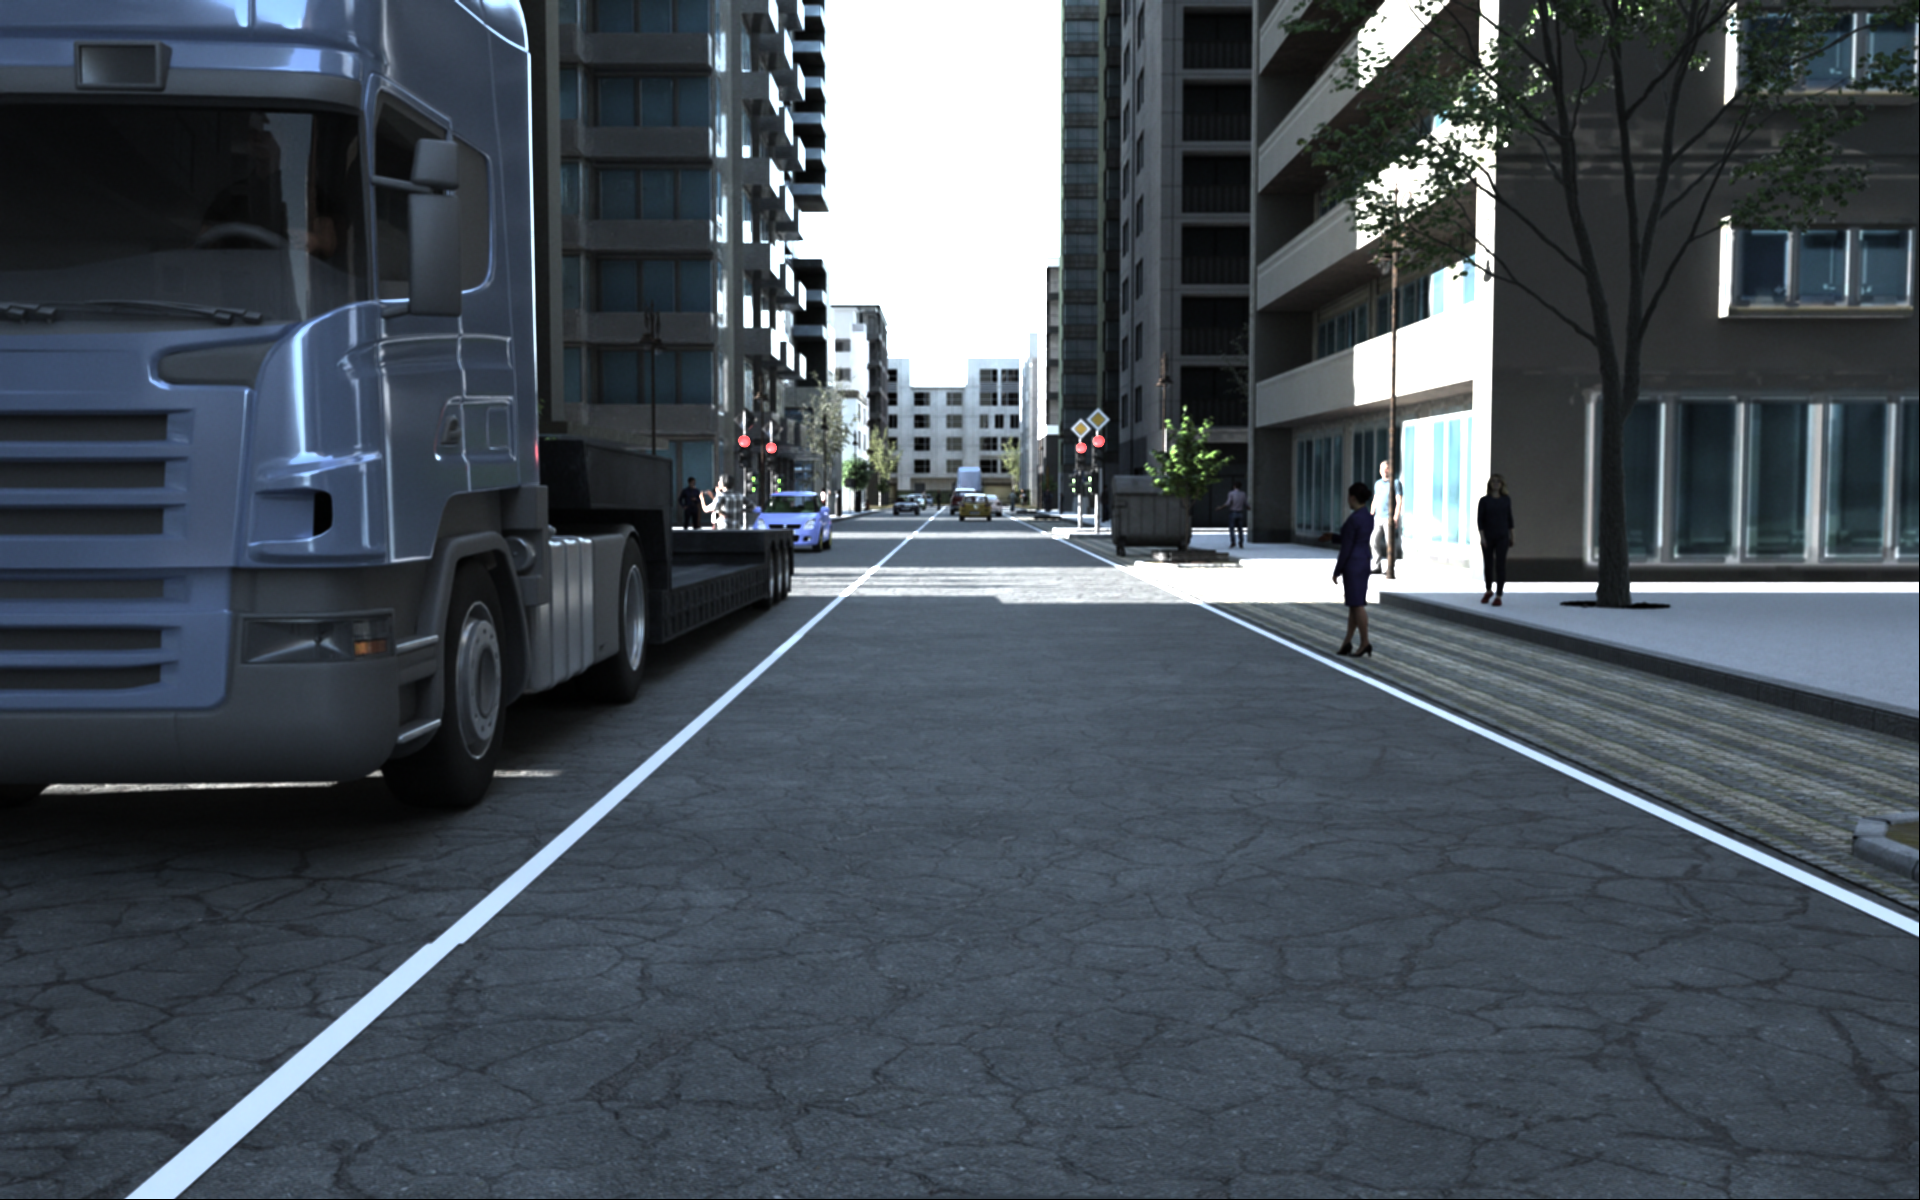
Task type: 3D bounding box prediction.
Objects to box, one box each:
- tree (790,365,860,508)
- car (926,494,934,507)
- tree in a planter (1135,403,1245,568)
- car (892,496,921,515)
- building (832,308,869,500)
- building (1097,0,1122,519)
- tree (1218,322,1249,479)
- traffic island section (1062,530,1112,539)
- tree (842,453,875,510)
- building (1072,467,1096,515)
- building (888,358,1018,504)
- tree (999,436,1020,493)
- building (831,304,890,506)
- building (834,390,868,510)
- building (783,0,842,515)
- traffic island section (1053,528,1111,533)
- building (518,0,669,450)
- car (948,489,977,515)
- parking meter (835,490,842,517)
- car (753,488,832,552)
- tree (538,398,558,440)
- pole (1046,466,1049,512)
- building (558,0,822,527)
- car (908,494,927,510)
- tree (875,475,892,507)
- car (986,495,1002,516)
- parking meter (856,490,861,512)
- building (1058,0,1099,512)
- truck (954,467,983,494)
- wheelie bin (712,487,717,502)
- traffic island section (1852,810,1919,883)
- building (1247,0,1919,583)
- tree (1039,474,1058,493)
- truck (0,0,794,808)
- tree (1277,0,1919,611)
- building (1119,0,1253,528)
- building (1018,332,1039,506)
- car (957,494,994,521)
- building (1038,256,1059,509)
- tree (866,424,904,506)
[{"bbox_3d":[-7.636,-9.101,99.169,4.360,8.622,3.978,0,3,0],"label":"tree"},{"bbox_3d":[-3.980,-11.529,200.501,2.014,1.417,4.499,0,4,0],"label":"car"},{"bbox_3d":[4.495,-2.261,34.192,1.991,3.239,1.994,0,3,0],"label":"tree in a planter"},{"bbox_3d":[-3.659,-6.498,118.828,1.945,1.354,3.894,0,4,1],"label":"car"},{"bbox_3d":[-17.077,-19.399,173.585,16.016,20.091,11.380,0,3,0],"label":"building"},{"bbox_3d":[14.321,-19.702,93.833,14.160,30.474,14.107,0,3,0],"label":"building"},{"bbox_3d":[10.152,-6.234,52.283,4.360,8.622,3.978,0,3,0],"label":"tree"},{"bbox_3d":[4.492,-2.081,56.304,2.009,0.180,2.903,0,3,0],"label":"traffic island section"},{"bbox_3d":[-8.364,-9.403,137.450,4.285,4.588,4.351,0,3,0],"label":"tree"},{"bbox_3d":[23.962,-25.750,112.889,32.217,40.220,23.993,0,3,0],"label":"building"},{"bbox_3d":[0.871,-22.395,232.608,31.486,18.905,16.747,0,3,0],"label":"building"},{"bbox_3d":[6.946,-16.251,216.065,4.737,8.622,4.395,0,3,0],"label":"tree"},{"bbox_3d":[-24.901,-21.804,200.475,32.646,21.610,27.936,0,3,0],"label":"building"},{"bbox_3d":[-12.755,-12.960,154.048,9.099,9.664,28.070,0,3,0],"label":"building"},{"bbox_3d":[-18.979,-49.208,117.216,22.319,86.520,31.000,0,3,0],"label":"building"},{"bbox_3d":[4.490,-2.569,64.289,2.009,0.180,2.903,0,3,0],"label":"traffic island section"},{"bbox_3d":[-23.733,-23.779,43.412,28.867,44.769,22.147,0,3,0],"label":"building"},{"bbox_3d":[0.335,-6.807,119.960,2.281,1.827,5.304,0,3,0],"label":"car"},{"bbox_3d":[-6.878,-5.470,97.843,0.372,1.533,0.369,0,3,0],"label":"parking meter"},{"bbox_3d":[-4.222,-2.094,43.834,1.945,1.707,3.694,0,4,1],"label":"car"},{"bbox_3d":[-7.985,-2.206,30.677,1.663,3.219,1.824,0,3,0],"label":"tree"},{"bbox_3d":[6.394,-8.103,126.320,0.158,3.312,0.155,0,3,0],"label":"pole"},{"bbox_3d":[-18.915,-28.078,78.684,23.786,49.044,30.456,0,3,0],"label":"building"},{"bbox_3d":[-4.049,-8.798,155.642,2.131,1.459,4.920,0,4,-2],"label":"car"},{"bbox_3d":[-7.711,-11.095,176.002,1.663,3.219,1.824,0,3,0],"label":"tree"},{"bbox_3d":[1.732,-6.097,112.040,2.083,1.381,4.827,0,4,-1],"label":"car"},{"bbox_3d":[-7.128,-6.928,121.683,0.372,1.533,0.369,0,3,0],"label":"parking meter"},{"bbox_3d":[14.477,-27.417,131.860,14.154,41.232,14.086,0,3,0],"label":"building"},{"bbox_3d":[1.049,-10.905,168.059,2.967,4.110,18.799,0,4,-1],"label":"truck"},{"bbox_3d":[-7.068,-2.680,51.726,0.693,1.594,0.980,0,4,-3],"label":"wheelie bin"},{"bbox_3d":[4.499,1.006,6.417,1.991,0.108,1.994,0,3,0],"label":"traffic island section"},{"bbox_3d":[18.278,-25.098,34.047,21.300,48.544,21.600,0,3,0],"label":"building"},{"bbox_3d":[7.497,-9.193,144.903,1.663,3.219,1.824,0,3,0],"label":"tree"},{"bbox_3d":[-3.458,-1.536,14.869,2.967,4.110,18.799,0,4,-1],"label":"truck"},{"bbox_3d":[7.478,-5.734,19.500,9.928,11.665,9.643,0,3,0],"label":"tree"},{"bbox_3d":[17.973,-38.808,72.758,20.611,71.187,20.563,0,3,0],"label":"building"},{"bbox_3d":[15.825,-20.248,197.510,16.747,18.905,31.486,0,3,0],"label":"building"},{"bbox_3d":[0.844,-5.112,93.803,2.015,1.641,3.980,0,4,2],"label":"car"},{"bbox_3d":[21.307,-19.660,165.421,27.936,21.610,32.646,0,3,0],"label":"building"},{"bbox_3d":[-8.256,-14.277,183.786,4.737,8.622,4.395,0,3,0],"label":"tree"}]
